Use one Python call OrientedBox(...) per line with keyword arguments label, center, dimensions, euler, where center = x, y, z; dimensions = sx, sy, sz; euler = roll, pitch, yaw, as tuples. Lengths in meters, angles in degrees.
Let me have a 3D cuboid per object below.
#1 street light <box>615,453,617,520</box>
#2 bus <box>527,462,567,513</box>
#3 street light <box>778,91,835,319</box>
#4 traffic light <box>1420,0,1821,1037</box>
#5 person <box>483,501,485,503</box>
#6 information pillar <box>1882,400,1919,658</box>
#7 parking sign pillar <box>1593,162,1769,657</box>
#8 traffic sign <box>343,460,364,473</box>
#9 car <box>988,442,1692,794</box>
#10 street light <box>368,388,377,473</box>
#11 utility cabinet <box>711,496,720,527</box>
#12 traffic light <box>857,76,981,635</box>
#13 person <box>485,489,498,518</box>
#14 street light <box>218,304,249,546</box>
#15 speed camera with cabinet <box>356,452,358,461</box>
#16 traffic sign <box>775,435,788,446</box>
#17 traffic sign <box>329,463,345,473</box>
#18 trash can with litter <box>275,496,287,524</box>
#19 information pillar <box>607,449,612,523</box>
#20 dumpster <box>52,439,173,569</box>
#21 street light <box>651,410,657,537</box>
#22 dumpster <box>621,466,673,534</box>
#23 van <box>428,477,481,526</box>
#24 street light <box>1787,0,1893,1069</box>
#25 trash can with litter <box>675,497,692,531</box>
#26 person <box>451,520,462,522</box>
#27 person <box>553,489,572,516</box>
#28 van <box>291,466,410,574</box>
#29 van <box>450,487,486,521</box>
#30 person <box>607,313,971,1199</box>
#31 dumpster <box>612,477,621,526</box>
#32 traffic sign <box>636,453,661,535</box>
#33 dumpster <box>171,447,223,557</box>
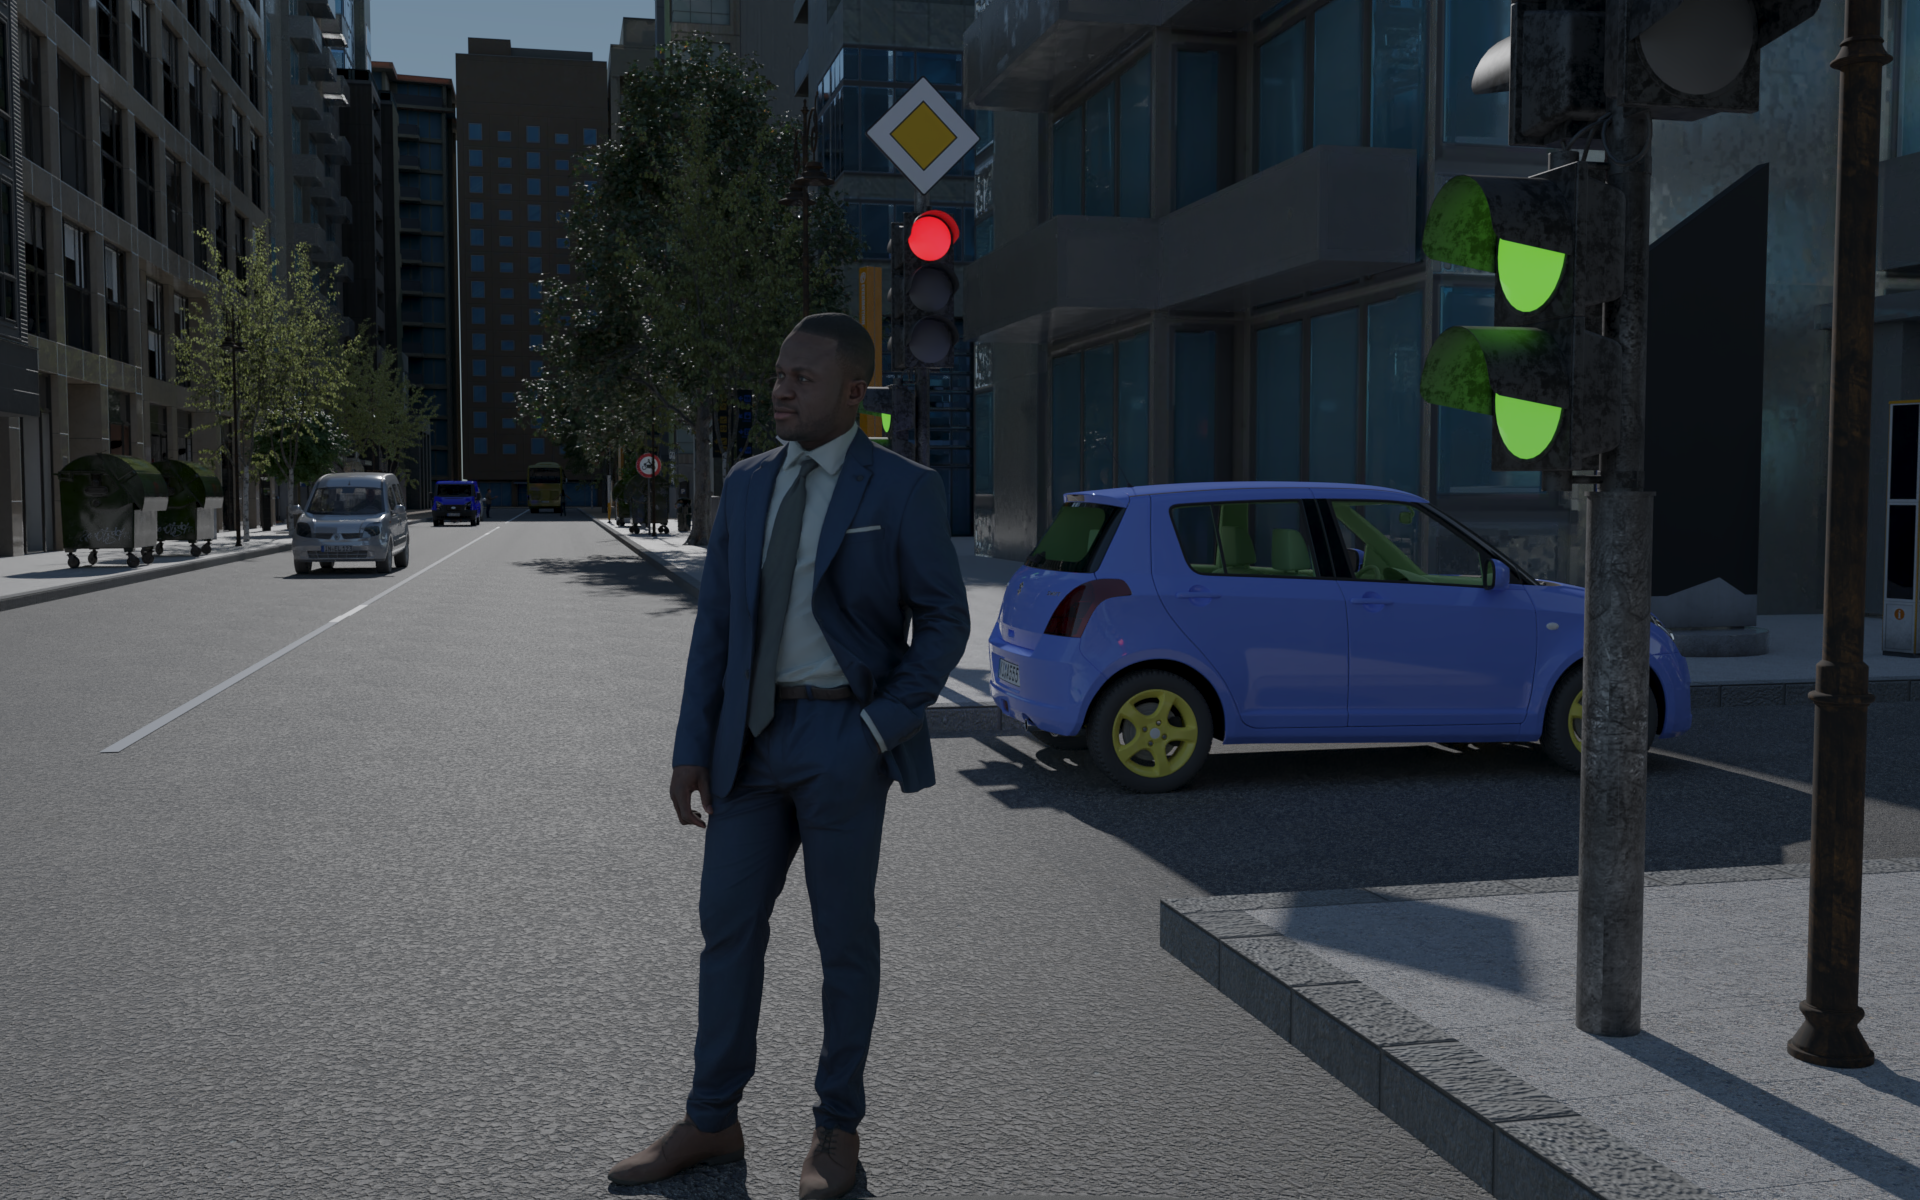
OrientedBox(label="street light", center=(-16.807, -6.835, 84.542), dimensions=(0.468, 5.910, 1.993), euler=(-1, 4, -13))
OrientedBox(label="bus", center=(-31.724, -8.655, 133.057), dimensions=(2.896, 3.916, 12.252), euler=(-1, 4, -12))
OrientedBox(label="street light", center=(-1.813, -2.914, 20.432), dimensions=(0.468, 5.910, 1.993), euler=(-1, 4, -13))
OrientedBox(label="traffic light", center=(1.537, -0.925, 4.042), dimensions=(0.839, 4.253, 0.868), euler=(-1, 4, -13))
OrientedBox(label="person", center=(-29.678, -5.959, 106.028), dimensions=(0.705, 1.812, 1.348), euler=(2, 4, 32))
OrientedBox(label="information pillar", center=(7.526, -0.560, 13.648), dimensions=(0.304, 2.012, 0.304), euler=(-2, 4, -24))
OrientedBox(label="parking sign pillar", center=(5.889, -1.573, 14.193), dimensions=(1.447, 3.967, 1.447), euler=(-1, 4, -15))
OrientedBox(label="traffic sign", center=(-22.982, -4.012, 65.695), dimensions=(0.768, 2.556, 0.104), euler=(-1, 4, -10))
OrientedBox(label="car", center=(2.020, 0.019, 9.274), dimensions=(3.694, 1.707, 1.945), euler=(-1, 4, -12))
OrientedBox(label="street light", center=(-25.379, -6.251, 74.997), dimensions=(0.468, 5.910, 1.993), euler=(-1, 4, -13))
OrientedBox(label="utility cabinet", center=(-8.055, -2.764, 56.347), dimensions=(0.306, 1.237, 1.020), euler=(0, 4, 6))
OrientedBox(label="traffic light", center=(-0.277, -1.400, 11.819), dimensions=(0.839, 4.253, 0.868), euler=(-1, 4, -13))
OrientedBox(label="person", center=(-27.934, -5.764, 103.271), dimensions=(0.750, 1.759, 0.617), euler=(-1, 4, -19))
OrientedBox(label="street light", center=(-17.718, -4.256, 42.366), dimensions=(0.468, 5.910, 1.993), euler=(-1, 4, -13))
OrientedBox(label="speed camera with cabinet", center=(-26.636, -4.908, 74.575), dimensions=(2.038, 3.252, 0.660), euler=(1, 4, 17))
OrientedBox(label="traffic sign", center=(-2.077, -1.346, 23.199), dimensions=(0.795, 2.450, 0.064), euler=(0, 4, -6))
OrientedBox(label="traffic sign", center=(-23.149, -3.851, 64.154), dimensions=(0.795, 2.450, 0.064), euler=(-1, 4, -13))
OrientedBox(label="trash can with litter", center=(-29.705, -3.942, 75.513), dimensions=(1.678, 1.210, 2.233), euler=(-2, 4, -25))
OrientedBox(label="information pillar", center=(-15.534, -5.219, 76.693), dimensions=(0.183, 3.616, 0.504), euler=(0, 4, -5))
OrientedBox(label="dumpster", center=(-15.016, -1.721, 30.635), dimensions=(1.502, 2.255, 1.985), euler=(-1, 4, -13))
OrientedBox(label="street light", center=(-9.251, -4.858, 52.211), dimensions=(0.468, 5.910, 1.993), euler=(-1, 4, -13))
OrientedBox(label="dumpster", center=(-10.087, -3.276, 56.057), dimensions=(1.502, 2.255, 1.985), euler=(-1, 4, -13))
OrientedBox(label="van", center=(-23.048, -4.583, 79.316), dimensions=(2.240, 2.365, 5.245), euler=(-1, 4, -13))
OrientedBox(label="street light", center=(1.986, -1.895, 3.774), dimensions=(0.468, 5.910, 1.993), euler=(-1, 4, -13))
OrientedBox(label="trash can with litter", center=(-9.569, -2.948, 59.588), dimensions=(0.624, 1.170, 1.055), euler=(-1, 4, -17))
OrientedBox(label="person", center=(-25.525, -4.841, 87.526), dimensions=(0.599, 1.838, 0.709), euler=(2, 4, 26))
OrientedBox(label="person", center=(-25.668, -6.281, 111.907), dimensions=(1.217, 1.735, 0.721), euler=(-2, 4, -25))
OrientedBox(label="van", center=(-11.391, -1.560, 32.514), dimensions=(2.013, 2.044, 4.112), euler=(-1, 4, -11))
OrientedBox(label="van", center=(-26.238, -5.207, 92.139), dimensions=(2.013, 2.044, 4.112), euler=(-1, 4, -14))
OrientedBox(label="person", center=(-0.337, 0.309, 3.629), dimensions=(0.721, 1.800, 0.419), euler=(1, 4, 17))
OrientedBox(label="dumpster", center=(-13.131, -4.085, 69.276), dimensions=(1.502, 2.255, 1.985), euler=(-1, 4, -13))
OrientedBox(label="traffic sign", center=(-9.667, -3.287, 53.849), dimensions=(0.768, 2.556, 0.104), euler=(-1, 4, -11))
OrientedBox(label="dumpster", center=(-16.260, -2.045, 35.928), dimensions=(1.502, 2.255, 1.985), euler=(-1, 4, -13))
